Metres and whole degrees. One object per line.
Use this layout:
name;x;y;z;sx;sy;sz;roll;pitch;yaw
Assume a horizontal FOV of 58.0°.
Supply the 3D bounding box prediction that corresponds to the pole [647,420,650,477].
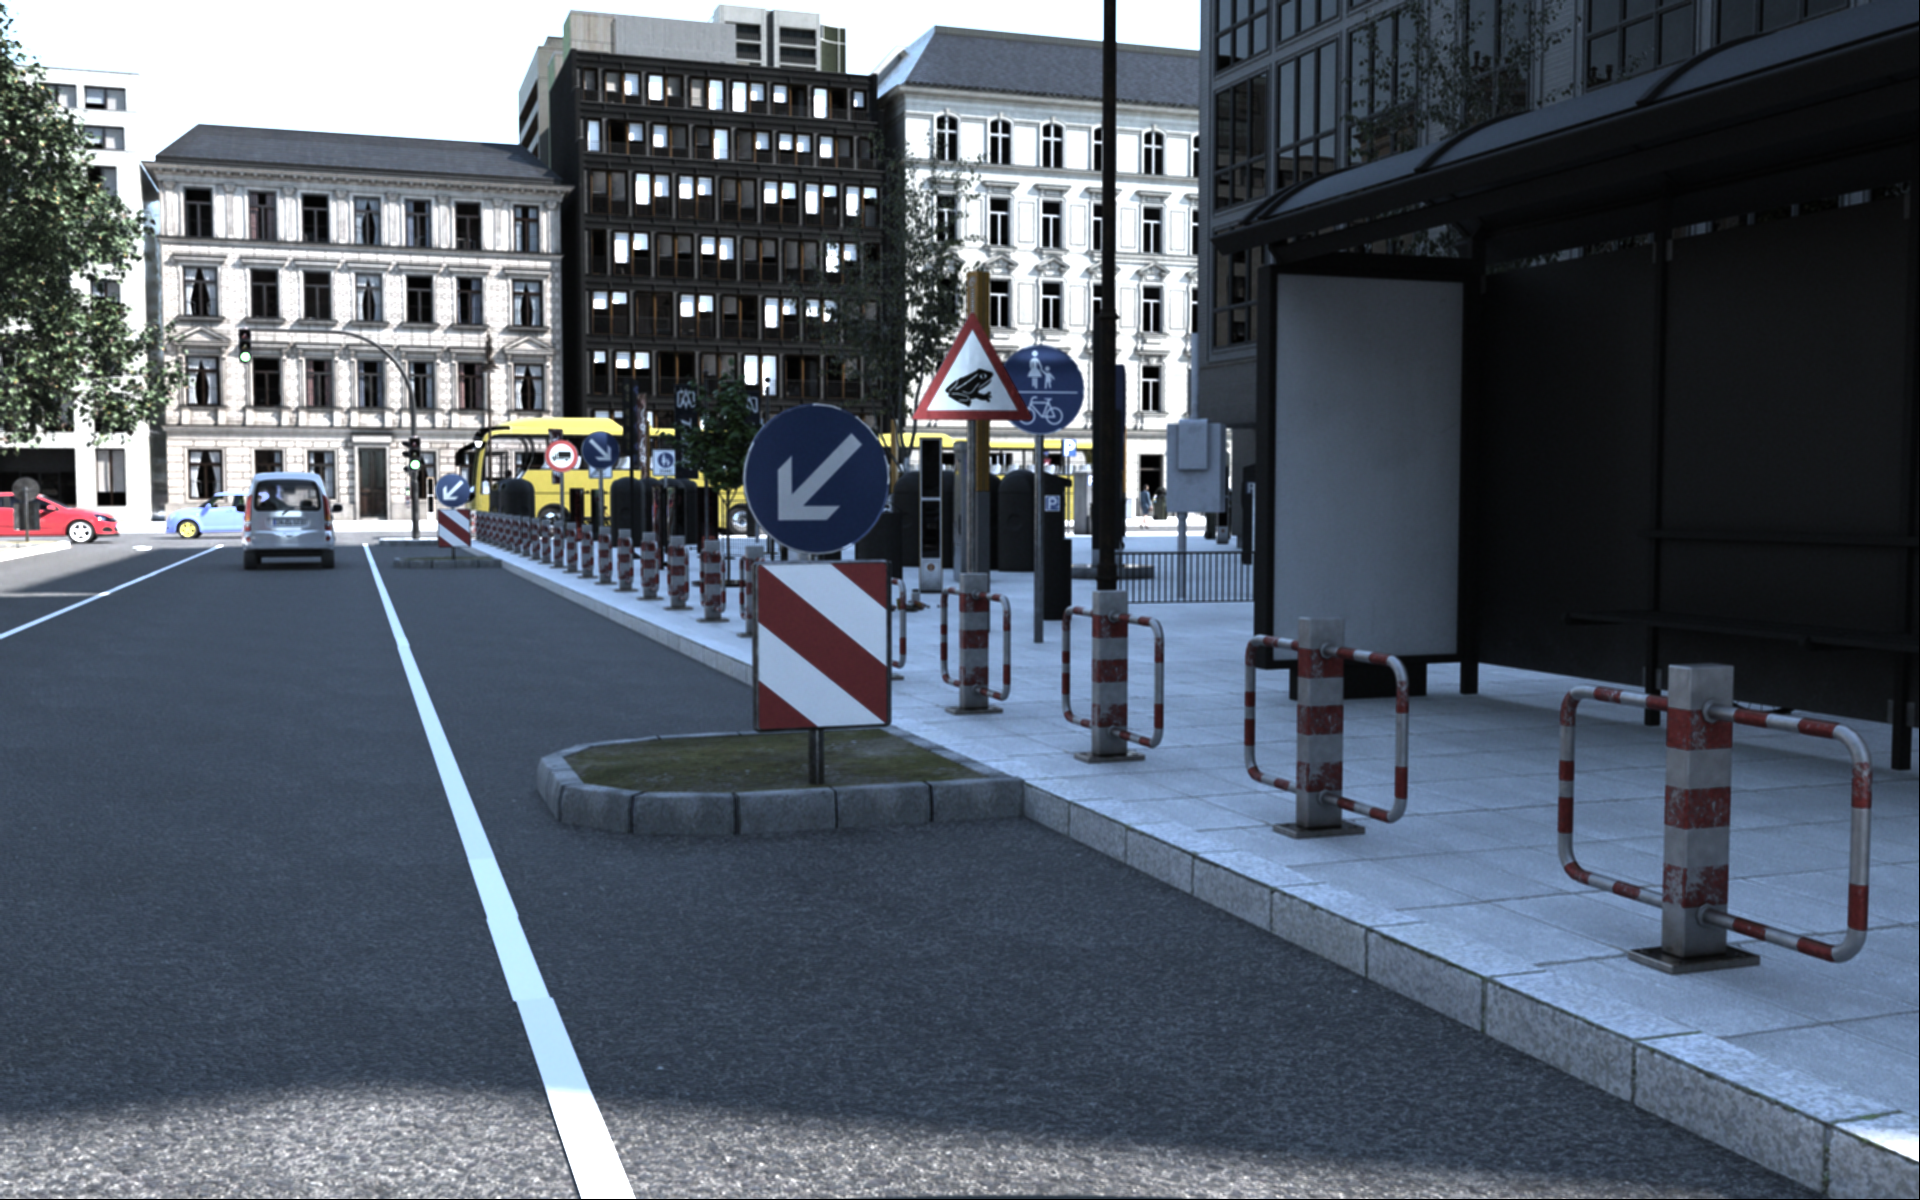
pole;-8.697;-3.314;48.034;0.158;3.312;0.155;0;3;0

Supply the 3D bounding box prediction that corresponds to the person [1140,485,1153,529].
person;7.620;-3.855;71.561;0.654;1.822;0.581;-2;4;-34

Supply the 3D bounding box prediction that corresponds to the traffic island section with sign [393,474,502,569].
traffic island section with sign;-10.189;-1.571;34.311;1.989;1.847;2.006;-1;4;-19

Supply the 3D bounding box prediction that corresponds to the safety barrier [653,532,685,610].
safety barrier;-3.130;-0.302;19.212;0.300;0.817;1.120;-1;4;-19

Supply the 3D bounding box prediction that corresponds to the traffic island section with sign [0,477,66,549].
traffic island section with sign;-24.871;-2.312;45.936;2.006;1.907;1.989;-1;4;-19

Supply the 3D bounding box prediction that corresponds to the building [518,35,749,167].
building;-34.642;-34.245;183.601;21.300;48.544;21.600;-1;4;-19

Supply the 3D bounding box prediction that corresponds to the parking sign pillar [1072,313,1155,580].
parking sign pillar;2.270;-2.328;26.538;1.447;3.967;1.447;0;4;8

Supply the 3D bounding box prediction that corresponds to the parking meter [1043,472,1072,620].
parking meter;0.956;-0.569;17.720;0.372;1.533;0.369;0;3;0

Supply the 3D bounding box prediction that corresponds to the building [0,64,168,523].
building;-46.151;-13.728;79.201;16.860;20.320;10.420;-1;4;-19

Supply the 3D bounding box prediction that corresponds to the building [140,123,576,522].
building;-29.526;-13.565;86.420;19.286;19.102;10.561;-1;4;-19

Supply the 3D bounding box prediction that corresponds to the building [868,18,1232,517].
building;14.715;-20.128;105.505;44.131;29.872;17.030;-1;4;-19

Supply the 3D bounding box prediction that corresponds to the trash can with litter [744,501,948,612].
trash can with litter;-1.281;-0.499;19.224;2.233;1.210;1.678;0;4;3

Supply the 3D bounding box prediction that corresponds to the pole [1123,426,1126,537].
pole;4.922;-3.568;52.174;0.158;3.312;0.155;0;3;0

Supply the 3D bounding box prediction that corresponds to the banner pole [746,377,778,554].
banner pole;-4.338;-2.878;37.076;0.863;3.779;0.401;0;4;5

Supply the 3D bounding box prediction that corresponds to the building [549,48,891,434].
building;-13.090;-16.097;92.864;15.834;23.373;12.332;-1;4;-19

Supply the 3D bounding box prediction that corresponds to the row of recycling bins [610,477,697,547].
row of recycling bins;-7.558;-2.214;43.305;1.069;1.692;3.534;1;4;19

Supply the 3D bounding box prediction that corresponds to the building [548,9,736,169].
building;-27.686;-28.662;152.218;14.154;41.232;14.086;-1;4;-19

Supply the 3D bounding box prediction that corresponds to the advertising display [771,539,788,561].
advertising display;-3.050;-1.582;31.072;0.974;1.923;0.123;2;4;35

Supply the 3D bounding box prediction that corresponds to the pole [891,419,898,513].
pole;-1.781;-3.261;47.155;0.158;3.312;0.155;0;3;0

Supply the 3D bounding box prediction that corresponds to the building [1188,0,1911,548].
building;15.562;-14.521;30.933;14.314;27.812;24.014;-1;4;-19

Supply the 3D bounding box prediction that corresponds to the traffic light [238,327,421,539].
traffic light;-17.368;-4.489;48.068;4.771;5.953;1.251;-1;4;-19

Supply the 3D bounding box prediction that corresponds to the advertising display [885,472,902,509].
advertising display;-1.769;-2.726;49.788;0.974;1.923;0.123;-1;4;-20

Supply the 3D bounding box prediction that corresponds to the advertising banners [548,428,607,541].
advertising banners;-10.353;-3.102;46.897;0.090;3.025;2.074;2;4;35

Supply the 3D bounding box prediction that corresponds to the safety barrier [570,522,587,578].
safety barrier;-5.691;-0.744;26.443;0.300;0.817;1.120;-1;4;-19

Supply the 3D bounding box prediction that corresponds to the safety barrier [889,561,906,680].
safety barrier;-0.557;0.141;11.963;0.300;0.817;1.120;-1;4;-19

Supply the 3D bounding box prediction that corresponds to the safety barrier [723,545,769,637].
safety barrier;-1.847;-0.081;15.593;0.300;0.817;1.120;-1;4;-19

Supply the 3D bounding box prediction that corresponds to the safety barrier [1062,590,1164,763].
safety barrier;0.722;0.362;8.349;0.300;0.817;1.120;-1;4;-19

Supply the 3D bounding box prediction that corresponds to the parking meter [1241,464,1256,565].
parking meter;5.350;-1.582;31.573;0.399;1.863;0.255;2;4;34

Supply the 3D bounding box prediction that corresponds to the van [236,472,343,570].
van;-13.327;-1.676;34.419;2.013;2.044;4.112;-1;4;-20

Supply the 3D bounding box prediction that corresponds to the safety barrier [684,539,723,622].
safety barrier;-2.487;-0.191;17.400;0.300;0.817;1.120;-1;4;-19

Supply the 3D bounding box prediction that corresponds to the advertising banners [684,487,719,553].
advertising banners;-5.517;-2.534;37.626;2.074;3.025;0.090;-2;4;-29

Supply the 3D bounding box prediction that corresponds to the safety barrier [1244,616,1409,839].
safety barrier;1.360;0.473;6.541;0.300;0.817;1.120;-1;4;-19

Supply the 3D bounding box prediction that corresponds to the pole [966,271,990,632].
pole;0.168;-1.355;15.992;0.158;3.312;0.155;0;3;0

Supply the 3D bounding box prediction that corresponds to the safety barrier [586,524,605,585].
safety barrier;-5.048;-0.634;24.637;0.300;0.817;1.120;-1;4;-19

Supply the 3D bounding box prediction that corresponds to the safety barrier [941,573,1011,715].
safety barrier;0.082;0.252;10.156;0.300;0.817;1.120;-1;4;-19

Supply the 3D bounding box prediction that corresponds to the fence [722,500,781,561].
fence;-3.988;-1.352;33.314;0.480;1.192;2.264;-3;5;-41

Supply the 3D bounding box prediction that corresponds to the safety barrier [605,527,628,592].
safety barrier;-4.412;-0.523;22.828;0.300;0.817;1.120;-1;4;-19

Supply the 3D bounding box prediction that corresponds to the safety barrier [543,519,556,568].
safety barrier;-6.970;-0.965;30.058;0.300;0.817;1.120;-1;4;-19

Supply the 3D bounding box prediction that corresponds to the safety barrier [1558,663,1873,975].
safety barrier;2.010;0.584;4.721;0.300;0.817;1.120;-1;4;-19

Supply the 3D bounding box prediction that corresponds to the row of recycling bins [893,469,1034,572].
row of recycling bins;0.100;-1.391;29.856;1.069;1.692;3.534;-3;5;-41

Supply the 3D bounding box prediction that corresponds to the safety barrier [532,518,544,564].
safety barrier;-7.614;-1.076;31.863;0.300;0.817;1.120;-1;4;-19

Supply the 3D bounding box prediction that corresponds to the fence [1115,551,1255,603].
fence;2.426;-0.157;17.941;2.069;0.683;0.278;-1;4;-13

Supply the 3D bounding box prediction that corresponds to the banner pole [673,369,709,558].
banner pole;-5.336;-2.742;34.842;0.863;3.779;0.401;0;4;-2

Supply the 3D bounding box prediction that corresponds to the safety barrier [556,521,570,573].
safety barrier;-6.330;-0.855;28.251;0.300;0.817;1.120;-1;4;-19

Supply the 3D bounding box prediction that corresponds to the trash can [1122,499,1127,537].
trash can;4.444;-2.336;49.849;0.748;1.137;0.748;0;3;0

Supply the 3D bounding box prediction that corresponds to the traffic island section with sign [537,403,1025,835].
traffic island section with sign;-0.971;0.021;8.278;1.989;1.847;2.006;-1;4;-19

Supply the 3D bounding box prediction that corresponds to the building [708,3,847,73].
building;-27.199;-50.215;259.274;20.611;71.187;20.563;-1;4;-19

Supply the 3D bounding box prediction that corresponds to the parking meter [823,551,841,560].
parking meter;-1.931;-1.239;25.975;0.255;1.863;0.399;-1;4;-12

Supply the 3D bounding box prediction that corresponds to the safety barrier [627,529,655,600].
safety barrier;-3.766;-0.413;21.020;0.300;0.817;1.120;-1;4;-19

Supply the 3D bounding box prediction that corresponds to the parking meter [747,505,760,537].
parking meter;-6.131;-2.792;51.355;0.255;1.863;0.399;2;4;25

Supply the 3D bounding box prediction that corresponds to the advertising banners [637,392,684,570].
advertising banners;-5.135;-2.033;29.426;0.090;3.025;2.074;-2;4;-29

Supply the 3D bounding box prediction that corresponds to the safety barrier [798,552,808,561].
safety barrier;-1.202;0.031;13.775;0.300;0.817;1.120;-1;4;-19

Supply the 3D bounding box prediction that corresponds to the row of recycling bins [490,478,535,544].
row of recycling bins;-11.986;-2.410;46.522;1.069;1.692;3.534;-1;4;-20
